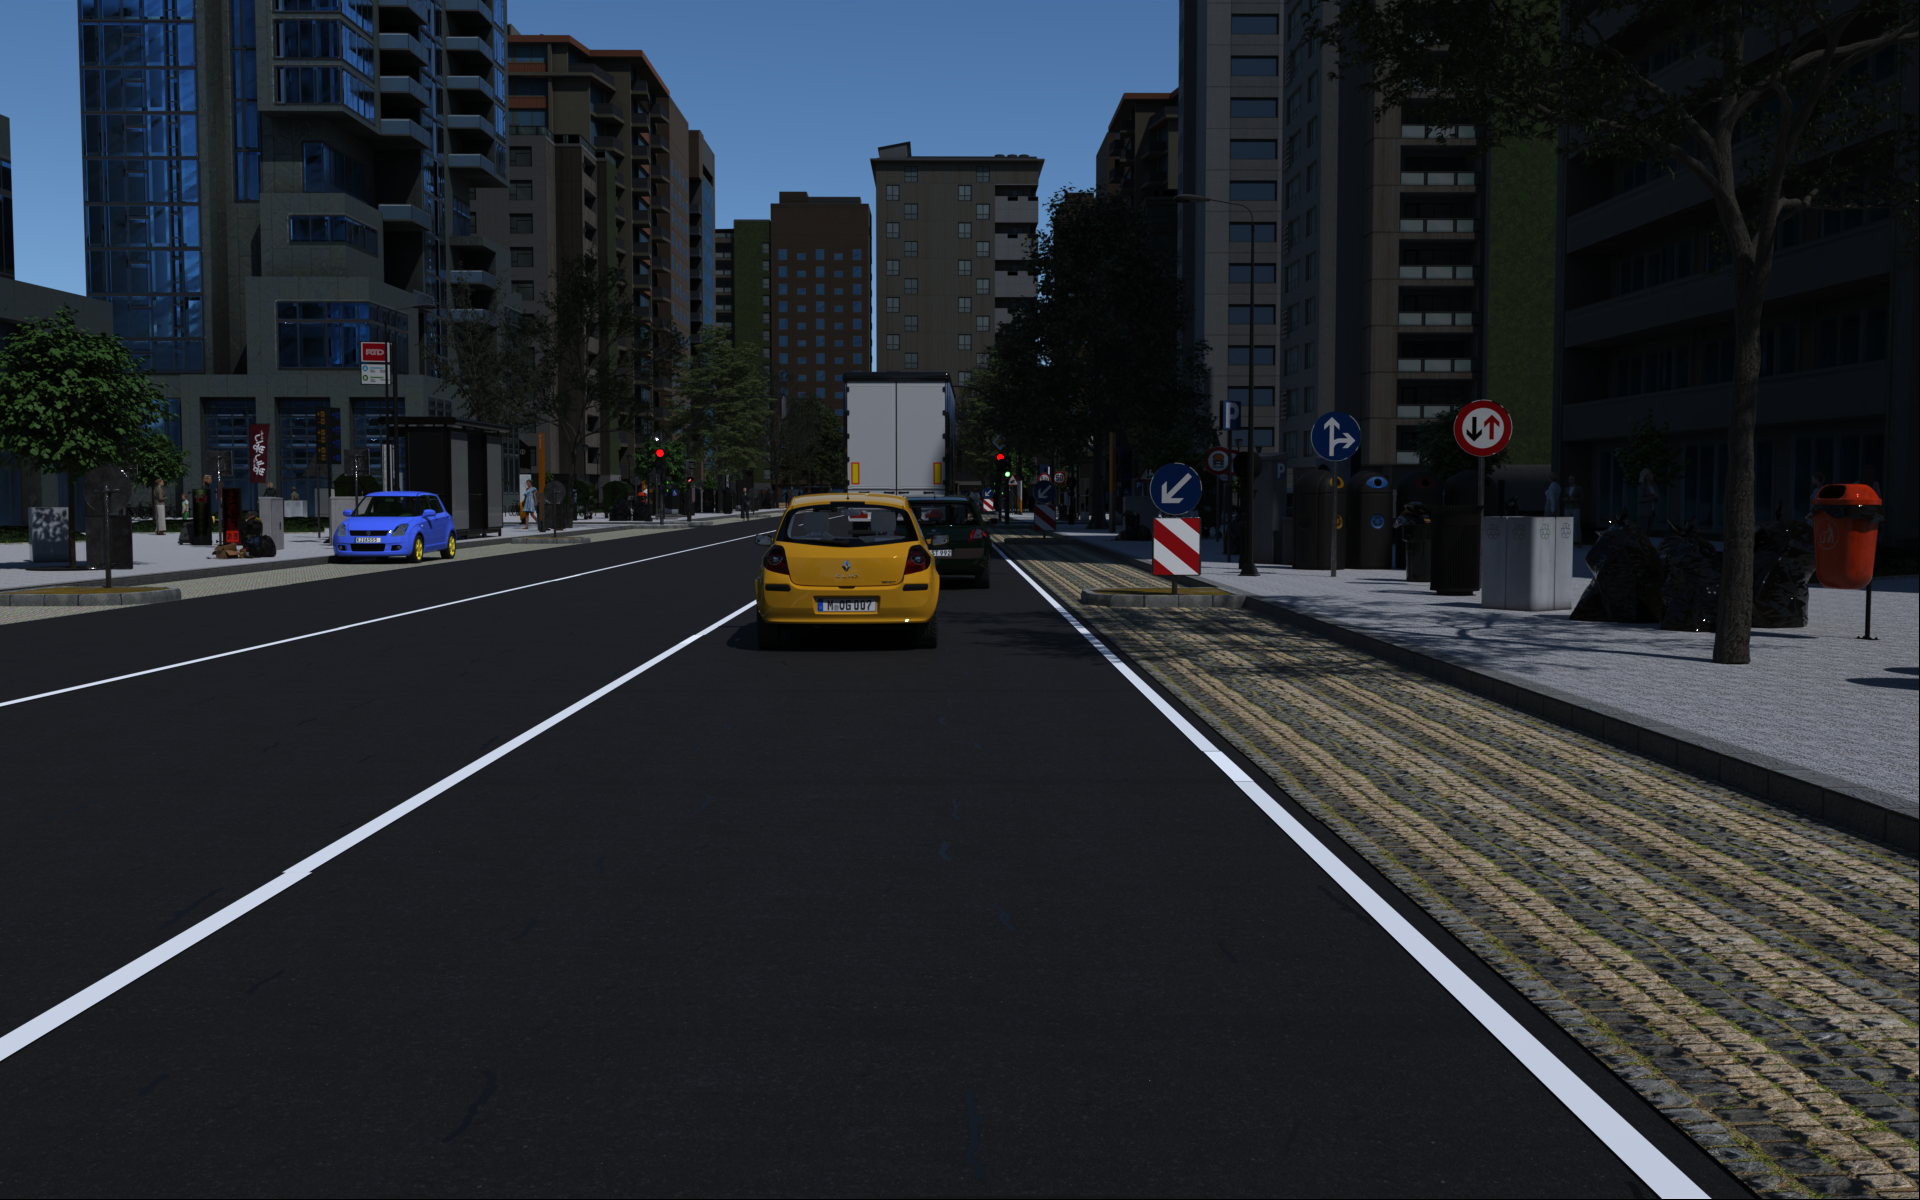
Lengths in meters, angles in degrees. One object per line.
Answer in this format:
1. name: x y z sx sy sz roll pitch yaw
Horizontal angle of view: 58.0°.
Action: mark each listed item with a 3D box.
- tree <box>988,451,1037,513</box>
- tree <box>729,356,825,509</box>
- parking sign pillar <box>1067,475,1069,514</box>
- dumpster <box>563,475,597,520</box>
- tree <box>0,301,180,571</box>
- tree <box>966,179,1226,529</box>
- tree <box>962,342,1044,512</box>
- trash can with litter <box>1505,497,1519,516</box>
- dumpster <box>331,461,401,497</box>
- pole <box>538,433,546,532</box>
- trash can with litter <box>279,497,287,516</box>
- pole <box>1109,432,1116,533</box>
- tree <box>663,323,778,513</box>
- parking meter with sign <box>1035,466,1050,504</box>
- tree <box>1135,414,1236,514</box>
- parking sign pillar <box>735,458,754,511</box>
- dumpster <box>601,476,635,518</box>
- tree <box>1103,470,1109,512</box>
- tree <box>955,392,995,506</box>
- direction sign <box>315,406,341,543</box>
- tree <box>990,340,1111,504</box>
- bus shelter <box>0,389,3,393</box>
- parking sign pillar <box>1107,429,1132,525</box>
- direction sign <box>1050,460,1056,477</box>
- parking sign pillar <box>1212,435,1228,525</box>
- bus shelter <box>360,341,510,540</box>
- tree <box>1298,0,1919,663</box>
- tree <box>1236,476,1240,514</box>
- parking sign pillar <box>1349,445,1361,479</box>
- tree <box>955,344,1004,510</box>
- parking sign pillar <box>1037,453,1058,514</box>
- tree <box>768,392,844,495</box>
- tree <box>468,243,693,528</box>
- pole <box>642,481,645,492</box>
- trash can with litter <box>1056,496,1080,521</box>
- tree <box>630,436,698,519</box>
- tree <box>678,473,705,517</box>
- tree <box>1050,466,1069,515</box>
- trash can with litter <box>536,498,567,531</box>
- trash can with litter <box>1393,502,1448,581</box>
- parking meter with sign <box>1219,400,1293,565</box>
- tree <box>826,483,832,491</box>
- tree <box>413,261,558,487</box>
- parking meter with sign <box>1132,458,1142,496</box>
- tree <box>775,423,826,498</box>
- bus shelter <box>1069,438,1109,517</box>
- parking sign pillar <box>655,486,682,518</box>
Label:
1. tree: 3.705 -8.241 118.461 4.285 4.588 4.351 0 3 0
2. tree: -16.371 -14.887 153.776 12.009 13.543 11.850 0 3 0
3. parking sign pillar: 7.438 -7.314 108.062 1.447 3.967 1.447 1 4 13
4. dumpster: -19.153 -5.169 87.010 1.502 2.255 1.985 0 4 -1
5. tree: -15.063 -2.794 29.403 4.285 4.588 4.351 0 3 0
6. tree: 4.972 -8.953 63.391 9.611 12.733 9.660 0 3 0
7. tree: 3.817 -12.689 125.600 7.486 12.596 7.792 0 3 0
8. trash can with litter: 22.781 -3.718 72.179 0.624 1.170 1.055 -2 4 -31
9. dumpster: -17.480 -2.963 50.937 1.502 2.255 1.985 0 4 -1
10. pole: -14.010 -3.926 58.039 0.158 3.312 0.155 0 3 0
11. trash can with litter: -30.630 -4.150 79.232 1.055 1.170 0.624 0 4 -3
12. pole: 5.046 -3.881 57.291 0.158 3.312 0.155 0 3 0
13. tree: -16.093 -12.082 115.663 7.486 12.596 7.792 0 3 0
14. parking meter with sign: 5.284 -6.915 109.326 0.543 3.016 1.738 -2 4 -27
15. tree: 5.359 -2.897 41.968 1.663 3.219 1.824 0 3 0
16. parking sign pillar: -15.918 -8.541 128.117 1.447 3.967 1.447 -1 4 -16
17. dumpster: -18.196 -5.474 91.997 1.502 2.255 1.985 0 4 -1
18. tree: 10.781 -7.802 122.162 1.663 3.219 1.824 0 3 0
19. tree: 3.207 -14.899 169.346 9.928 11.665 9.643 0 3 0
20. direction sign: -16.448 -3.252 45.169 0.379 3.537 0.876 1 4 22
21. tree: 4.959 -9.473 89.304 7.601 10.594 8.767 1 4 22
22. bus shelter: -15.499 -1.813 23.565 2.014 3.302 5.546 0 4 -1
23. parking sign pillar: 6.697 -5.066 71.305 1.447 3.967 1.447 -1 4 -10
24. direction sign: 5.712 -7.017 106.724 0.379 3.537 0.876 -1 4 -22
25. parking sign pillar: 10.905 -5.146 72.606 1.447 3.967 1.447 1 4 20
26. bus shelter: -14.672 -4.317 48.211 2.179 5.291 8.768 0 4 -1
27. tree: 6.209 -4.801 12.911 7.601 10.594 8.767 -1 4 -13
28. tree: 18.141 -7.214 112.548 1.663 3.219 1.824 0 3 0
29. parking sign pillar: 15.519 -4.917 68.868 1.447 3.967 1.447 0 4 -7
30. tree: 3.215 -14.171 142.067 12.009 13.543 11.850 0 3 0
31. parking sign pillar: 5.742 -7.655 113.625 1.447 3.967 1.447 -1 4 -8
32. tree: -16.684 -16.833 192.226 9.611 12.733 9.660 0 3 0
33. tree: -14.511 -7.970 64.725 7.601 10.594 8.767 3 5 43
34. pole: -17.027 -6.075 93.165 0.158 3.312 0.155 0 3 0
35. trash can with litter: 5.297 -4.331 81.874 1.678 1.210 2.233 -1 4 -17
36. tree: -15.100 -6.401 88.371 4.285 4.588 4.351 0 3 0
37. tree: -15.657 -6.255 96.866 1.663 3.219 1.824 0 3 0
38. tree: 6.006 -6.745 104.885 1.663 3.219 1.824 0 3 0
39. trash can with litter: -14.397 -3.032 60.962 1.055 1.170 0.624 -1 4 -13
40. trash can with litter: 6.955 -0.862 25.481 1.055 1.170 0.624 -2 4 -28
41. parking meter with sign: 5.618 -2.176 31.831 0.543 3.016 1.738 -3 5 -44
42. tree: -16.692 -16.819 225.358 4.360 8.622 3.978 0 3 0
43. tree: -15.240 -6.442 55.686 4.360 8.622 3.978 0 3 0
44. parking meter with sign: 8.459 -5.345 83.657 0.543 3.016 1.738 -1 4 -22
45. tree: -16.094 -13.324 168.206 4.360 8.622 3.978 0 3 0
46. bus shelter: 7.225 -7.447 99.392 2.179 5.291 8.768 0 4 -1
47. parking sign pillar: -15.941 -6.492 94.616 1.447 3.967 1.447 -3 5 -43
